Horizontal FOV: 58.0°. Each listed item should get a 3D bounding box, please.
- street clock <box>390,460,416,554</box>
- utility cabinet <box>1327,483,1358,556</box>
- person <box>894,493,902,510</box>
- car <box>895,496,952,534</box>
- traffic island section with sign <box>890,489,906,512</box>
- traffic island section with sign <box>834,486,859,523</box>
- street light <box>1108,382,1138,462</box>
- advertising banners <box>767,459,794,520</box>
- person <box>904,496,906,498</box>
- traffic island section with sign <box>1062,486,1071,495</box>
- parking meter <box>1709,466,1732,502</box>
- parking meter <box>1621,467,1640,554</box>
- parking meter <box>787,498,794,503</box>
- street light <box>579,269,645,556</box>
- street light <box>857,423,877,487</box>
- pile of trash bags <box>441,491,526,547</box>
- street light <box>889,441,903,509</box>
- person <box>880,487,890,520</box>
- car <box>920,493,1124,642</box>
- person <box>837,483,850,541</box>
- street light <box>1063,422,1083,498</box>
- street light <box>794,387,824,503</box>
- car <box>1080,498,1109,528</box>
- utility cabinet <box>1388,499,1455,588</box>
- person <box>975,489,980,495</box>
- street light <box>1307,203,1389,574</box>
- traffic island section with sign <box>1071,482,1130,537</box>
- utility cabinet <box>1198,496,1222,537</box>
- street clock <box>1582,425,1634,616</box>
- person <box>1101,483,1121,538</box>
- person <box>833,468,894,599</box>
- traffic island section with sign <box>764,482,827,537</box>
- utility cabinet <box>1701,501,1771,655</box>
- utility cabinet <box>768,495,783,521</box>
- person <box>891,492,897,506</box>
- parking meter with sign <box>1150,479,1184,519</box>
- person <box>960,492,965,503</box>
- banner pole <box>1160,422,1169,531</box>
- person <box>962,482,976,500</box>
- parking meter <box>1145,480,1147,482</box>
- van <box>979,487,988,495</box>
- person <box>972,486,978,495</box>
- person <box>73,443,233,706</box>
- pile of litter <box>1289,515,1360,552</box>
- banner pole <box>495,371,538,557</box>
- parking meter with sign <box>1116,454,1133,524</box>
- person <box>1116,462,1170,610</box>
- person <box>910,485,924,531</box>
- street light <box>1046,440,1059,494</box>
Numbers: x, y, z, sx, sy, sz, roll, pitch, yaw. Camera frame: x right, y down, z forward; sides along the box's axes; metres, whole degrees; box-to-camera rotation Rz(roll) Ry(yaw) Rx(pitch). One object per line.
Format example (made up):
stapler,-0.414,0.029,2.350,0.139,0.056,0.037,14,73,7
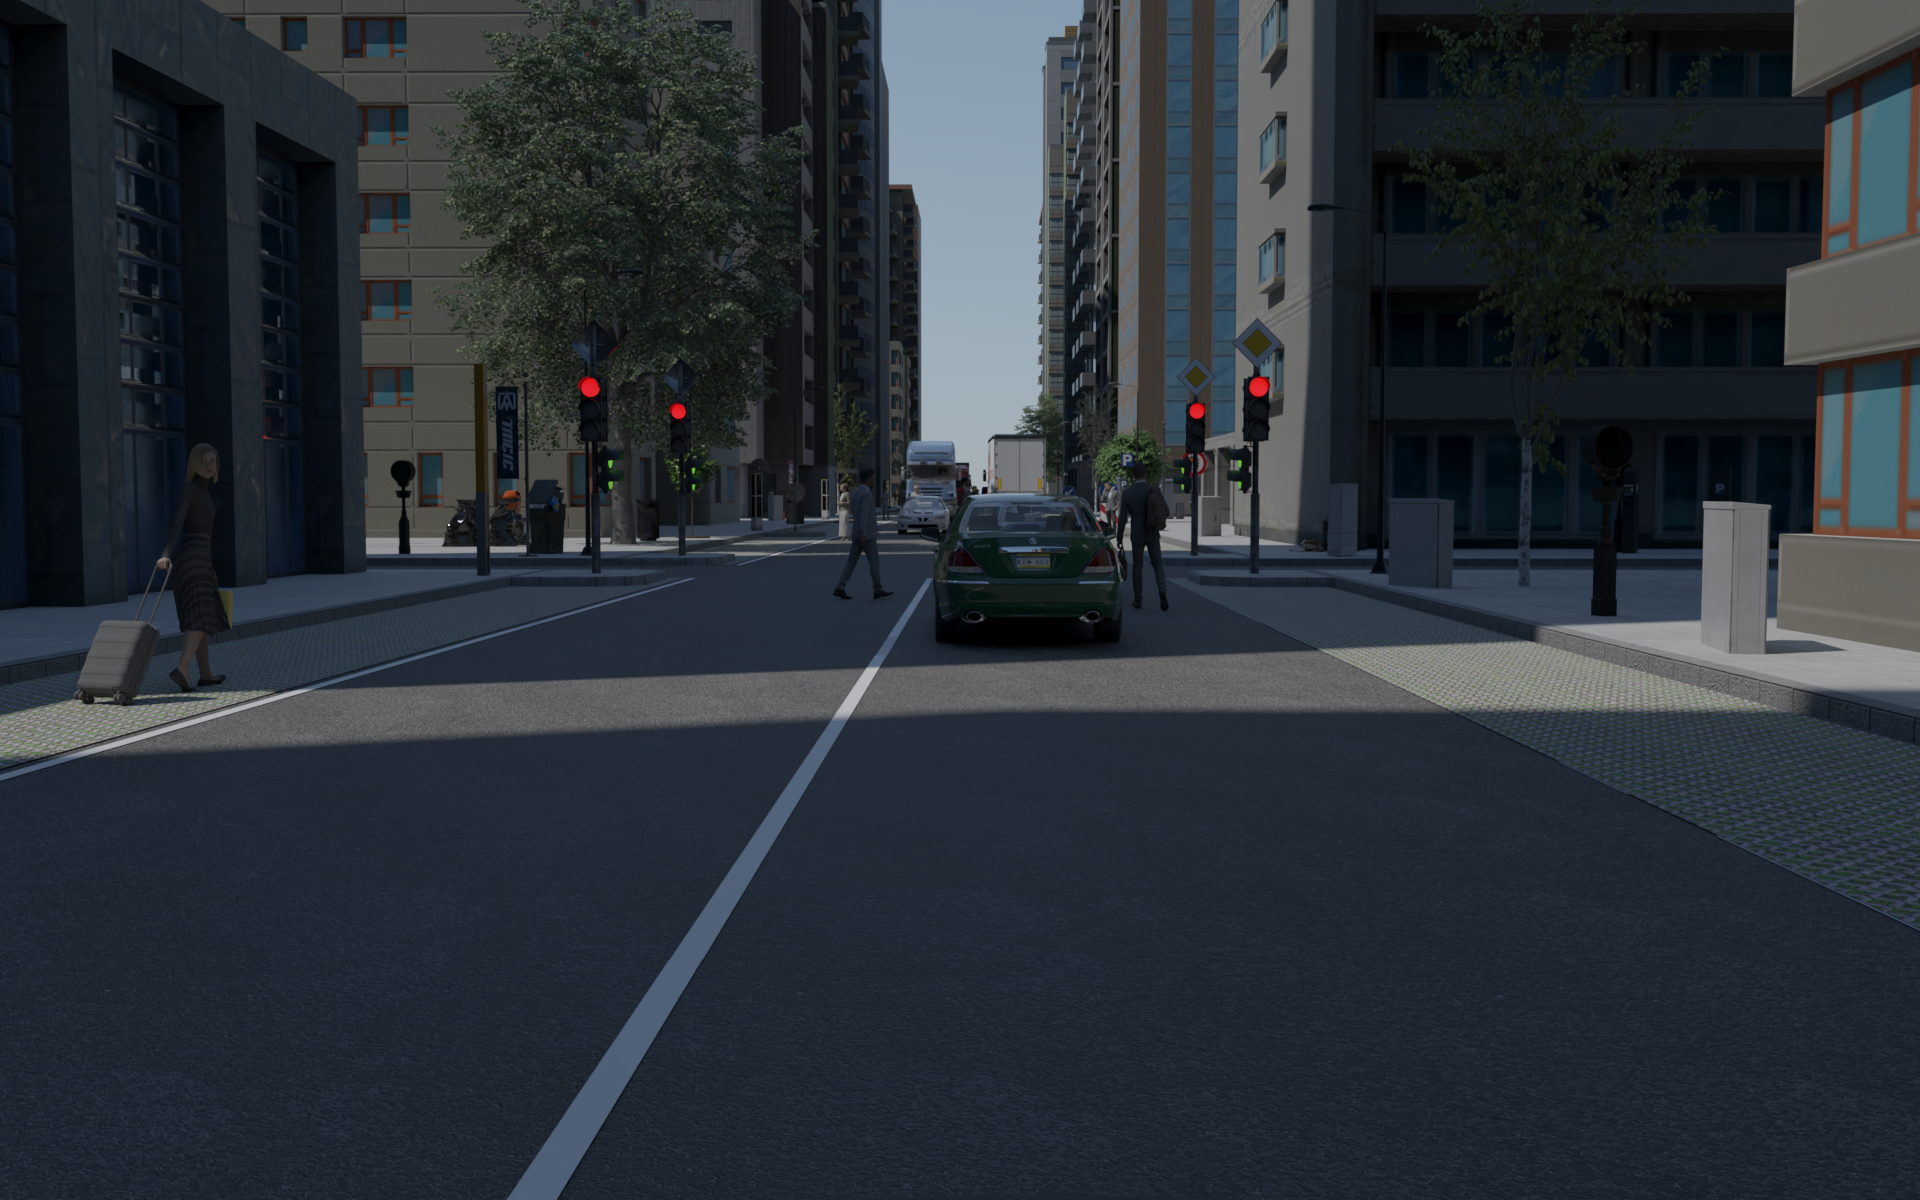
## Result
street clock,-11.893,-1.985,37.032,0.471,2.002,0.358,1,4,8
utility cabinet,7.928,-1.666,35.913,0.318,1.500,1.173,2,4,28
person,-4.864,-7.839,137.469,0.742,1.727,0.445,-2,4,-24
car,-1.314,-3.121,63.395,2.083,1.381,4.827,0,3,0
traffic island section with sign,-4.434,-7.767,135.622,1.989,1.847,2.006,0,4,1
traffic island section with sign,-5.129,-4.681,85.159,1.989,1.847,2.006,0,4,1
street light,6.838,-6.088,72.082,1.470,5.913,1.316,0,4,1
advertising banners,-8.867,-5.488,85.910,0.090,3.025,2.074,2,4,35
person,-3.968,-8.071,140.477,1.348,1.821,0.705,0,4,-4
traffic island section with sign,5.244,-4.702,85.507,1.989,1.847,2.006,0,4,1
parking meter,16.081,-1.893,36.658,0.399,1.863,0.255,2,4,32
parking meter,14.484,-1.939,37.414,0.255,1.863,0.399,3,4,36
parking meter,-8.030,-4.501,82.005,0.372,1.533,0.369,0,3,0
street light,-7.196,-3.873,35.858,1.470,5.913,1.316,0,4,1
street light,-6.145,-8.614,113.372,1.470,5.913,1.316,0,4,1
pile of trash bags,-11.691,-2.067,43.541,1.912,1.369,3.447,0,4,2
street light,-5.662,-10.990,152.226,1.470,5.913,1.316,0,4,1
person,-4.093,-5.241,94.374,0.511,1.800,0.466,1,4,11
car,0.637,-0.391,18.197,2.131,1.459,4.920,0,4,-1
person,-3.579,-2.691,53.045,0.362,1.759,0.519,-2,4,-31
street light,7.306,-8.465,110.936,1.470,5.913,1.316,0,4,1
street light,-6.605,-6.277,75.165,1.470,5.913,1.316,0,4,1
car,1.163,-0.779,24.741,2.014,1.417,4.499,0,4,0
utility cabinet,6.390,-0.786,24.005,0.306,1.237,1.020,-2,4,-26
person,1.027,-5.218,94.645,0.643,1.720,0.563,1,4,18
street light,6.240,-3.380,27.798,1.470,5.913,1.316,0,4,1
traffic island section with sign,4.872,-3.054,58.554,1.989,1.847,2.006,0,4,1
utility cabinet,7.539,-2.532,52.564,0.306,1.237,1.020,3,5,44
street clock,6.789,-0.834,18.204,0.471,2.002,0.358,-1,4,-14
person,4.896,-2.905,56.185,0.592,1.802,0.473,3,5,41
person,-1.332,-0.910,23.661,0.850,1.792,0.678,-2,4,-28
traffic island section with sign,-5.513,-3.032,58.206,1.989,1.847,2.006,0,4,1
utility cabinet,6.411,-0.194,14.327,0.306,1.237,1.020,1,4,11
utility cabinet,-8.863,-4.405,83.182,0.306,1.237,1.020,1,4,22
person,-7.188,-11.255,193.341,1.217,1.723,0.721,3,4,36
parking meter with sign,10.511,-5.611,88.002,1.738,3.016,0.543,-1,4,-9
person,0.230,-8.541,149.617,0.415,1.643,0.593,2,4,32
banner pole,7.077,-4.298,60.283,0.401,3.779,0.863,0,4,4
person,0.277,-2.990,57.343,0.822,1.834,0.622,0,4,-1
parking meter,7.793,-4.185,74.130,0.399,1.863,0.255,2,4,35
van,2.601,-8.367,141.176,2.240,2.365,5.245,0,4,0
person,0.873,-4.052,74.965,0.699,1.804,1.509,-3,4,-38
person,-5.690,-0.221,12.339,0.699,1.804,1.509,1,4,19
pile of litter,8.176,-1.519,38.808,1.719,0.858,1.176,0,4,-2
banner pole,-9.105,-2.781,35.487,0.863,3.779,0.401,0,4,3
parking meter with sign,7.105,-4.852,75.589,0.543,3.016,1.738,0,4,-7
person,2.280,-0.799,21.521,0.622,1.834,0.822,-1,4,-9
person,-1.716,-3.523,66.592,0.782,1.767,0.515,0,4,1
street light,7.862,-10.745,148.221,1.470,5.913,1.316,0,4,1
